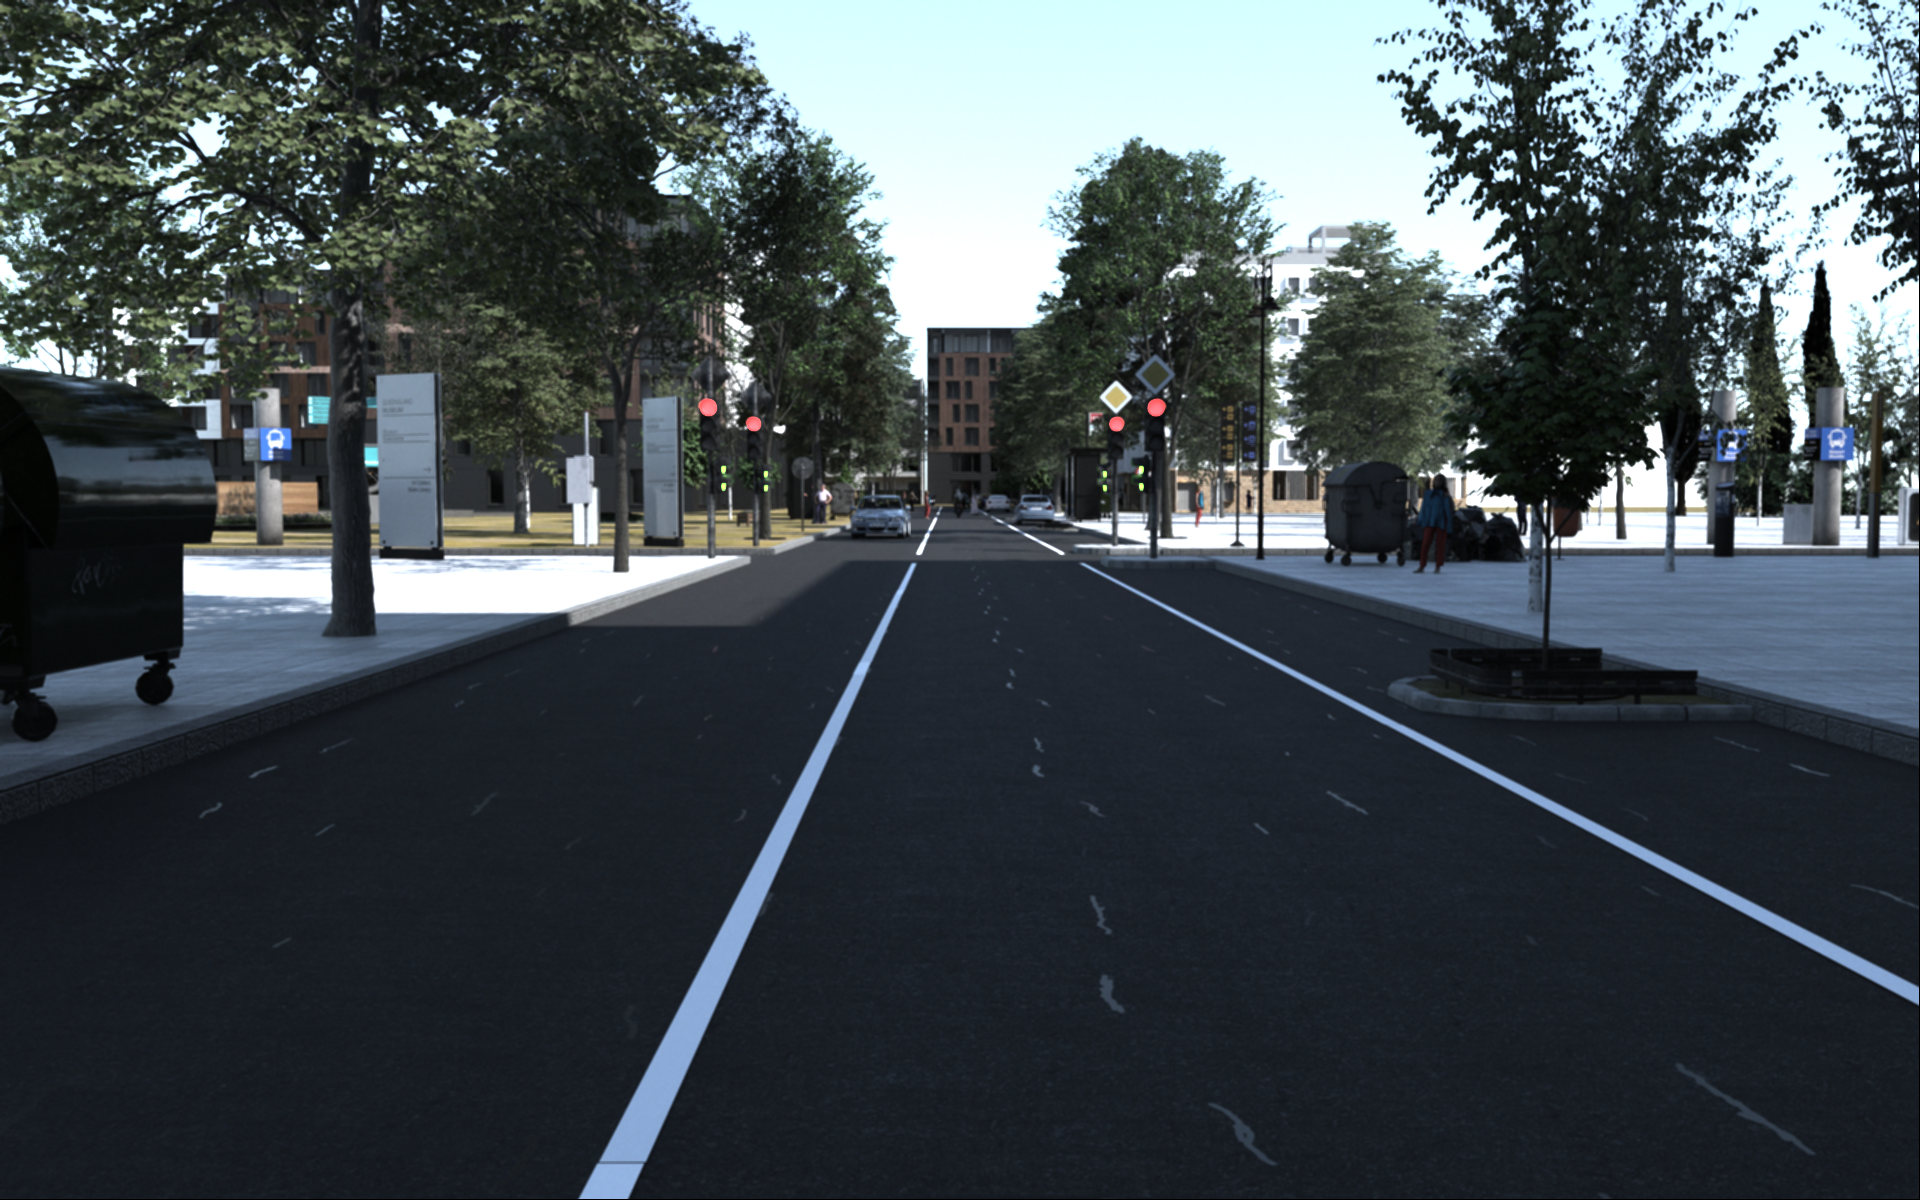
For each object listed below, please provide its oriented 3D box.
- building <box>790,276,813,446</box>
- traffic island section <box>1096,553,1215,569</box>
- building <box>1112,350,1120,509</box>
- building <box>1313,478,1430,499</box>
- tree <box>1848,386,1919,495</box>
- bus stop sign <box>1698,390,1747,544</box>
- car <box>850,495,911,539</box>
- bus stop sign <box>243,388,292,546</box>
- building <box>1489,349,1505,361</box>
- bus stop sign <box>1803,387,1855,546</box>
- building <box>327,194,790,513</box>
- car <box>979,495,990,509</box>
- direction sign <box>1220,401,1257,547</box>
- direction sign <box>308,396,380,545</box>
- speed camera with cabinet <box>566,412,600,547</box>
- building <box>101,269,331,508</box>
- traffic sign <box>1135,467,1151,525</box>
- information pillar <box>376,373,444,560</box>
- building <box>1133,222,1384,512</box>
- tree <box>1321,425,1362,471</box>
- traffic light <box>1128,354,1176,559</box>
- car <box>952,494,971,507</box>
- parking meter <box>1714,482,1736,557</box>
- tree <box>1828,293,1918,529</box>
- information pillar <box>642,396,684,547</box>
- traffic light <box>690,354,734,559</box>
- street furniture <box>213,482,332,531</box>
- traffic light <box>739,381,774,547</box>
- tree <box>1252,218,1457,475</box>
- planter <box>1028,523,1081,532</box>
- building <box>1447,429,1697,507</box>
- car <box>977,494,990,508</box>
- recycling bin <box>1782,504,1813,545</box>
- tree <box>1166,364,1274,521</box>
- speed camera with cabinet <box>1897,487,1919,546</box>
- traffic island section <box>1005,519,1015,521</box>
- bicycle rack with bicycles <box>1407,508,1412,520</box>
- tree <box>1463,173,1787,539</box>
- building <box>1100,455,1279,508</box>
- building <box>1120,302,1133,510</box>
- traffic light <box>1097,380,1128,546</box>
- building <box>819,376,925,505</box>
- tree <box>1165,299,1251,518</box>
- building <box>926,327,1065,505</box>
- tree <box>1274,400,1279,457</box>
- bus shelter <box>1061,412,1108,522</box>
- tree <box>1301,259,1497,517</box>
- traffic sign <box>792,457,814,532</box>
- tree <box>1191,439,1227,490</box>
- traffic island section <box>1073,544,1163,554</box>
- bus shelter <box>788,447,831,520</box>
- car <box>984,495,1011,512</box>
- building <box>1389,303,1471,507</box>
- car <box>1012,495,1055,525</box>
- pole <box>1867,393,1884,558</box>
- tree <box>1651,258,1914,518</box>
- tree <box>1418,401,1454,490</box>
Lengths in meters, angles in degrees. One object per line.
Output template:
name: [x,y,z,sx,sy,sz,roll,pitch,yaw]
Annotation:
building: [-31.120,-19.997,170.918,32.646,21.610,27.936,0,4,0]
traffic island section: [3.880,-0.748,34.515,2.009,0.180,2.903,0,4,0]
building: [21.295,-17.886,148.859,16.016,20.091,11.380,0,4,0]
building: [44.752,-23.280,224.608,32.646,21.610,27.936,0,4,0]
tree: [49.844,-6.815,74.326,20.602,7.101,11.467,0,4,7]
bus stop sign: [19.415,-3.372,44.144,0.837,3.901,0.837,-1,4,-8]
car: [-2.588,-2.757,57.084,2.014,1.417,4.499,0,4,1]
bus stop sign: [-17.271,-3.317,43.244,0.837,3.901,0.837,3,5,41]
building: [66.814,-22.108,217.882,11.380,20.091,16.016,0,4,0]
bus stop sign: [21.498,-3.295,42.889,0.837,3.901,0.837,0,3,0]
building: [-28.993,-17.772,134.550,27.936,21.610,32.646,0,4,0]
car: [2.772,-9.380,165.935,1.945,1.354,3.894,0,4,1]
direction sign: [6.794,-3.078,42.316,0.876,3.537,0.379,0,4,-3]
direction sign: [-14.554,-3.297,42.666,2.525,3.948,1.411,-3,5,-44]
speed camera with cabinet: [-9.280,-2.953,42.619,0.660,3.252,2.038,0,4,-5]
building: [-63.770,-20.022,171.339,32.646,21.610,27.936,0,4,0]
traffic sign: [7.725,-4.435,72.624,0.768,2.556,0.104,0,4,3]
information pillar: [-10.807,-2.612,34.014,1.656,3.620,0.184,2,4,31]
building: [21.432,-16.494,126.096,16.016,20.091,11.380,0,4,0]
tree: [25.522,-10.071,115.019,4.360,8.622,3.978,0,3,0]
traffic light: [3.840,-2.762,34.402,0.839,4.213,0.868,0,4,0]
car: [0.207,-10.885,189.764,2.131,1.459,4.920,0,4,0]
parking meter: [15.631,-1.651,35.401,0.372,1.533,0.369,0,3,0]
tree: [33.055,-6.939,63.812,4.737,8.622,4.395,0,3,0]
information pillar: [-7.257,-3.119,42.304,0.184,3.620,1.656,-3,5,-40]
traffic light: [-4.921,-2.757,34.324,0.839,4.213,0.868,0,4,0]
street furniture: [-27.084,-3.416,62.713,11.010,1.723,9.812,1,4,20]
traffic light: [-4.978,-3.245,42.309,0.839,4.213,0.868,0,4,0]
tree: [17.136,-9.427,72.266,7.486,12.596,7.792,0,3,0]
planter: [3.636,-2.815,67.158,1.991,0.319,1.994,0,4,0]
building: [64.320,-14.684,182.236,28.070,9.664,9.099,0,4,0]
car: [2.619,-10.285,178.380,2.015,1.641,3.980,0,4,-2]
recycling bin: [21.422,-1.932,44.147,0.722,1.027,0.722,2,4,33]
tree: [11.869,-8.004,81.234,4.360,8.622,3.978,0,3,0]
speed camera with cabinet: [24.379,-2.962,42.758,2.038,3.252,0.660,1,4,14]
traffic island section: [3.455,-4.371,94.325,1.991,0.108,1.994,0,4,0]
bicycle rack with bicycles: [11.558,-1.815,43.058,2.925,0.926,2.852,0,4,8]
tree: [18.803,-7.012,49.061,8.767,10.594,7.601,0,4,8]
building: [21.195,-18.588,170.366,16.747,18.905,31.486,0,4,0]
building: [21.523,-17.189,137.456,16.016,20.091,11.380,0,4,0]
traffic light: [3.783,-3.250,42.387,0.839,4.213,0.868,0,4,0]
building: [-20.203,-21.477,217.600,31.486,18.905,16.747,0,4,0]
tree: [14.070,-10.566,90.880,7.486,12.596,7.792,0,3,0]
building: [12.118,-23.168,222.769,32.646,21.610,27.936,0,4,0]
tree: [19.500,-10.099,115.485,4.360,8.622,3.978,0,3,0]
bus shelter: [5.991,-6.417,82.551,2.179,5.291,8.768,0,4,0]
tree: [25.038,-11.557,95.607,9.857,13.997,8.962,0,3,0]
traffic sign: [-5.390,-3.621,59.301,0.768,2.556,0.104,0,4,4]
tree: [16.001,-9.578,106.968,4.737,8.622,4.395,0,3,0]
traffic island section: [3.823,-1.237,42.500,2.009,0.180,2.903,0,4,0]
bus shelter: [-7.675,-5.954,88.637,1.731,3.624,6.357,0,4,0]
car: [2.965,-7.568,136.100,2.083,1.381,4.827,0,4,-1]
building: [44.622,-19.677,178.140,11.380,20.091,16.016,0,4,0]
car: [3.447,-4.184,80.408,2.014,1.417,4.499,0,4,0]
pole: [18.486,-2.515,34.968,0.158,3.312,0.155,0,3,0]
tree: [47.943,-12.192,101.153,13.155,14.587,18.604,2,4,35]
tree: [31.545,-10.049,114.659,4.360,8.622,3.978,0,3,0]
